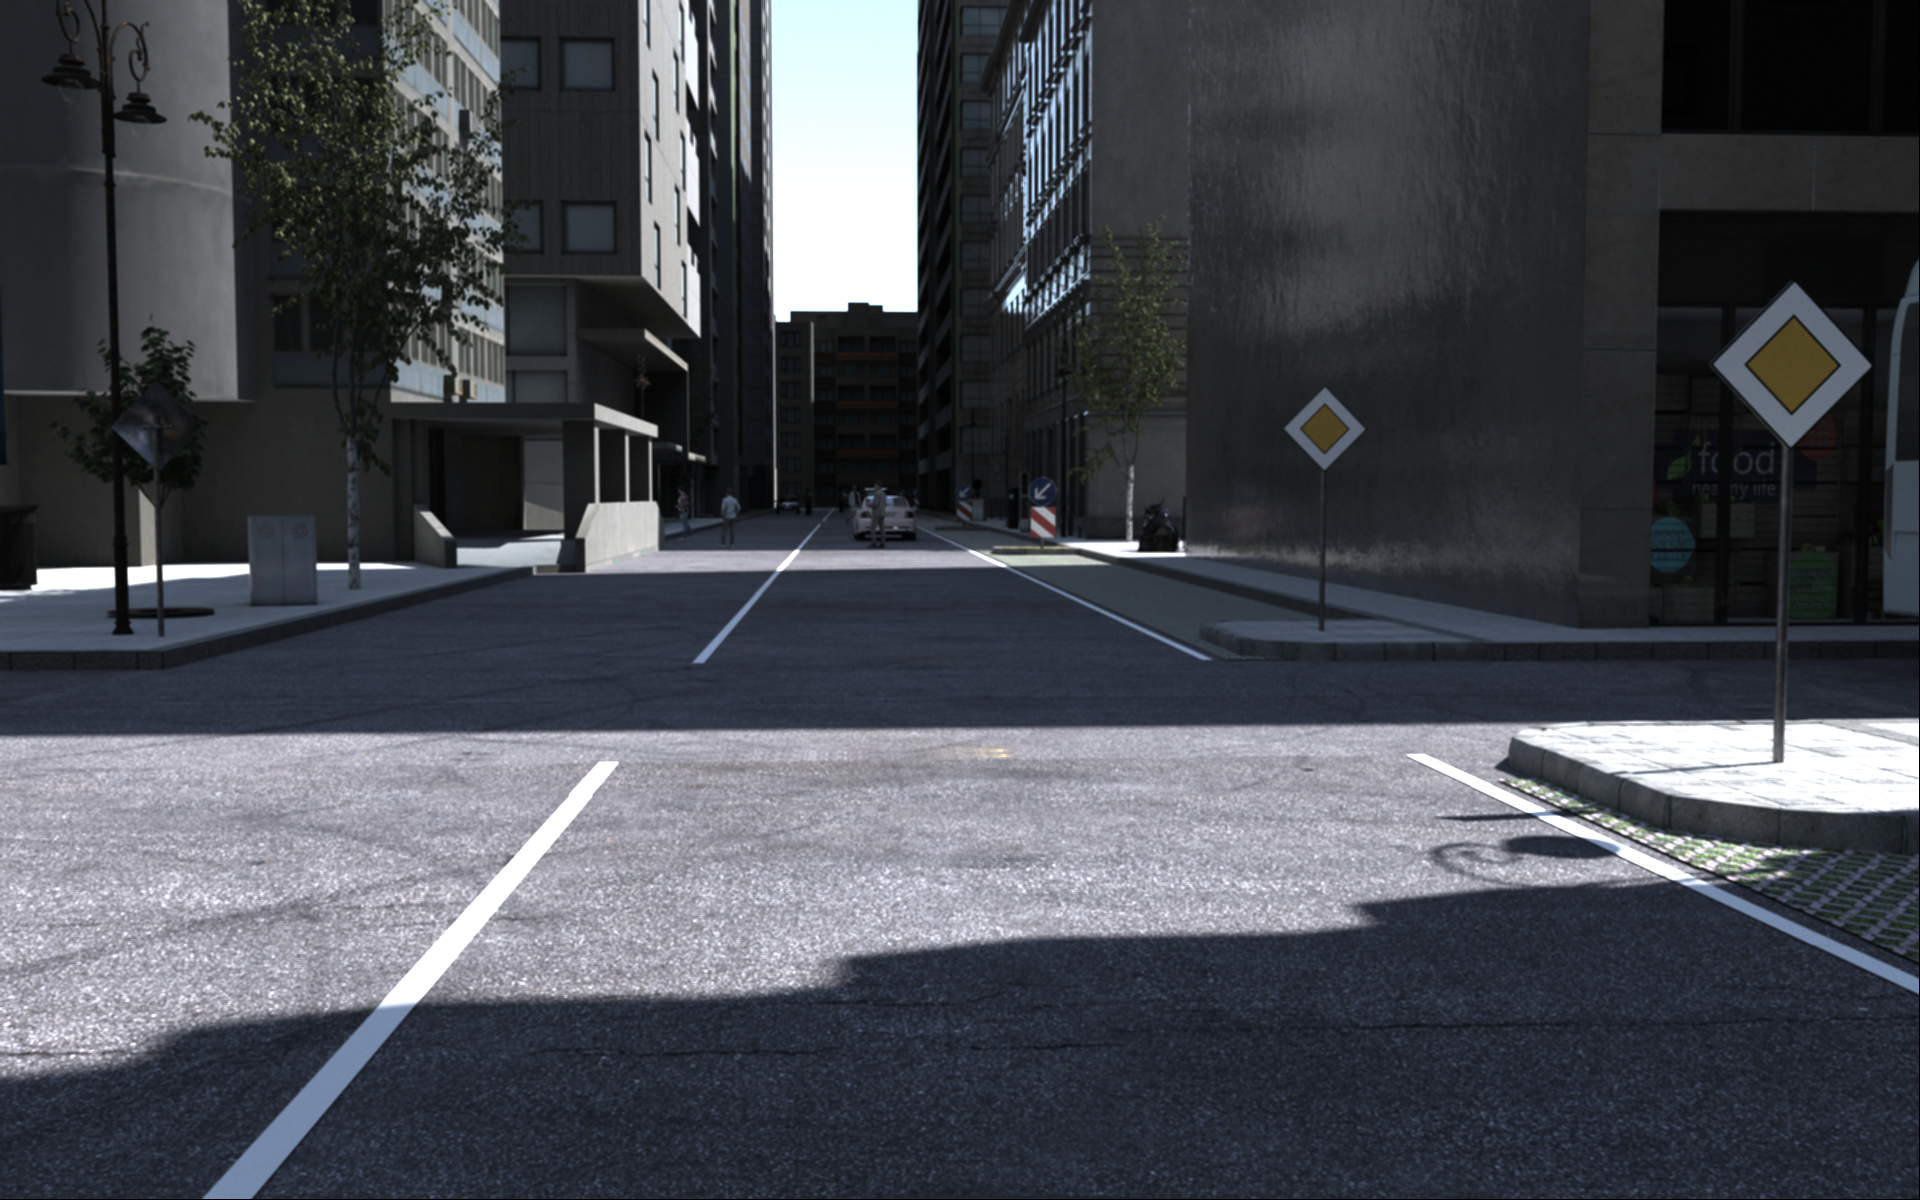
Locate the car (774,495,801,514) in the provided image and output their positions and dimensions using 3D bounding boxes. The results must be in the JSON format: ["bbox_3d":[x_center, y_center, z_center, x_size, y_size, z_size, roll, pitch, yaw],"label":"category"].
[{"bbox_3d":[-12.526,-6.944,126.110,1.945,1.354,3.894,0,4,-6],"label":"car"}]

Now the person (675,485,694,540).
[{"bbox_3d":[-8.497,-2.703,53.527,0.643,1.720,0.563,-1,4,-19],"label":"person"}]

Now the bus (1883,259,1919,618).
[{"bbox_3d":[14.007,-1.109,12.996,13.247,3.499,2.948,0,4,-5],"label":"bus"}]

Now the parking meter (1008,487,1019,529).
[{"bbox_3d":[1.975,-3.399,63.981,0.372,1.533,0.369,0,3,0],"label":"parking meter"}]

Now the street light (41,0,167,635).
[{"bbox_3d":[-7.664,-2.623,15.680,0.468,5.910,1.993,0,4,-4],"label":"street light"}]

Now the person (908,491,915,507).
[{"bbox_3d":[-3.130,-6.214,111.572,0.415,1.643,0.593,-1,4,-19],"label":"person"}]

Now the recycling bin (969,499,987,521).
[{"bbox_3d":[0.846,-4.248,82.005,0.722,1.027,0.722,1,4,13],"label":"recycling bin"}]

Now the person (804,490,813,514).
[{"bbox_3d":[-10.976,-7.084,125.119,0.742,1.727,0.445,1,4,20],"label":"person"}]

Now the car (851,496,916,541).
[{"bbox_3d":[-2.403,-2.597,54.821,2.083,1.381,4.827,0,4,-5],"label":"car"}]

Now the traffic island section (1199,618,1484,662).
[{"bbox_3d":[3.413,0.368,16.267,2.009,0.180,2.903,0,4,-4],"label":"traffic island section"}]

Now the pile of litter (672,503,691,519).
[{"bbox_3d":[-14.252,-4.591,89.027,1.176,0.858,1.719,1,4,16],"label":"pile of litter"}]

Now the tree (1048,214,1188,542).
[{"bbox_3d":[4.474,-5.855,46.099,4.737,8.622,4.395,0,3,0],"label":"tree"}]

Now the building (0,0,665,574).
[{"bbox_3d":[-23.340,-21.055,36.127,32.217,40.220,23.993,0,4,-4],"label":"building"}]

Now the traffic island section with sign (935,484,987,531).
[{"bbox_3d":[0.011,-3.649,68.291,1.989,1.847,2.006,0,4,-4],"label":"traffic island section with sign"}]

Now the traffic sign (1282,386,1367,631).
[{"bbox_3d":[3.390,-0.767,16.188,0.795,2.450,0.064,0,4,-4],"label":"traffic sign"}]

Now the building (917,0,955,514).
[{"bbox_3d":[7.601,-31.701,142.014,21.300,48.544,21.600,0,4,-4],"label":"building"}]

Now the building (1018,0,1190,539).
[{"bbox_3d":[7.668,-12.744,57.515,9.793,20.994,18.267,0,4,-4],"label":"building"}]

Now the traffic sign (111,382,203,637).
[{"bbox_3d":[-7.183,-0.726,15.520,0.795,2.450,0.064,0,4,-4],"label":"traffic sign"}]

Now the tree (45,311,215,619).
[{"bbox_3d":[-8.442,-1.454,18.367,1.663,3.219,1.824,0,3,0],"label":"tree"}]

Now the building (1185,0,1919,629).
[{"bbox_3d":[22.221,-13.568,26.357,34.151,26.468,19.350,0,4,-4],"label":"building"}]

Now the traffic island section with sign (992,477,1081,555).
[{"bbox_3d":[1.782,-2.004,41.394,1.989,1.847,2.006,0,4,-4],"label":"traffic island section with sign"}]

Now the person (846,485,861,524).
[{"bbox_3d":[-4.993,-4.469,81.450,0.818,1.842,0.514,3,4,37],"label":"person"}]

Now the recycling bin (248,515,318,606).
[{"bbox_3d":[-7.900,-0.467,20.188,0.722,1.027,0.722,-1,4,-23],"label":"recycling bin"}]

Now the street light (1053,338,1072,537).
[{"bbox_3d":[3.086,-4.810,51.423,0.468,5.910,1.993,0,4,-4],"label":"street light"}]

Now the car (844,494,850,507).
[{"bbox_3d":[-10.225,-9.205,162.292,2.131,1.459,4.920,0,4,-5],"label":"car"}]

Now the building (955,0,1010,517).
[{"bbox_3d":[6.615,-25.562,101.539,14.154,41.232,14.086,0,4,-4],"label":"building"}]

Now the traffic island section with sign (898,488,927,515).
[{"bbox_3d":[-3.235,-6.691,118.023,1.989,1.847,2.006,0,4,-4],"label":"traffic island section with sign"}]

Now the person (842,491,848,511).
[{"bbox_3d":[-9.939,-8.497,148.363,0.756,1.711,0.436,0,4,-4],"label":"person"}]

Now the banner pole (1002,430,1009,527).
[{"bbox_3d":[1.795,-4.712,67.065,0.401,3.779,0.863,1,4,12],"label":"banner pole"}]

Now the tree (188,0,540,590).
[{"bbox_3d":[-7.948,-4.454,23.190,4.737,8.622,4.395,0,3,0],"label":"tree"}]

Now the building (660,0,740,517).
[{"bbox_3d":[-19.929,-25.258,96.566,14.154,41.232,14.086,0,4,-4],"label":"building"}]

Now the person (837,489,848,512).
[{"bbox_3d":[-9.278,-7.773,135.591,0.705,1.823,1.348,2,4,32],"label":"person"}]

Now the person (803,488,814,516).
[{"bbox_3d":[-10.146,-6.564,115.835,0.705,1.823,1.348,-2,4,-35],"label":"person"}]

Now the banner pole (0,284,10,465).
[{"bbox_3d":[-10.225,-1.705,17.889,0.401,3.779,0.863,2,4,27],"label":"banner pole"}]

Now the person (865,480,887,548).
[{"bbox_3d":[-2.241,-2.290,46.134,0.583,1.804,0.606,1,4,19],"label":"person"}]

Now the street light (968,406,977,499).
[{"bbox_3d":[0.660,-7.226,90.929,0.468,5.910,1.993,0,4,-4],"label":"street light"}]

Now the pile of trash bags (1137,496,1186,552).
[{"bbox_3d":[5.145,-1.822,39.543,1.912,1.369,3.447,1,4,16],"label":"pile of trash bags"}]

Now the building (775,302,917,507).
[{"bbox_3d":[-10.168,-20.966,187.830,28.899,21.520,27.650,0,4,-4],"label":"building"}]

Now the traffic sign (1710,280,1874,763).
[{"bbox_3d":[3.911,-0.280,8.220,0.795,2.450,0.064,0,4,-4],"label":"traffic sign"}]

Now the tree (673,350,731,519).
[{"bbox_3d":[-13.811,-8.393,87.593,4.360,8.622,3.978,0,3,0],"label":"tree"}]

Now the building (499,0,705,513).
[{"bbox_3d":[-24.959,-29.367,69.391,28.713,52.752,27.495,0,4,-4],"label":"building"}]

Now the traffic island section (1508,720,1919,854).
[{"bbox_3d":[3.934,0.855,8.299,2.009,0.180,2.903,0,4,-4],"label":"traffic island section"}]

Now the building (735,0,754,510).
[{"bbox_3d":[-23.174,-29.444,131.514,14.600,45.320,14.200,0,4,-4],"label":"building"}]

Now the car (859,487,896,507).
[{"bbox_3d":[-4.887,-5.664,101.280,2.281,1.827,5.304,0,4,-2],"label":"car"}]

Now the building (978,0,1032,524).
[{"bbox_3d":[7.941,-17.233,79.031,12.463,27.353,25.104,0,4,-4],"label":"building"}]

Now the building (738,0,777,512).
[{"bbox_3d":[-27.354,-43.821,154.717,20.611,71.187,20.563,0,4,-4],"label":"building"}]

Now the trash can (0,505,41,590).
[{"bbox_3d":[-12.736,-0.708,23.235,0.748,1.137,0.748,0,3,0],"label":"trash can"}]

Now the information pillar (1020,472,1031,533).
[{"bbox_3d":[2.177,-3.251,57.641,0.304,2.012,0.304,1,4,12],"label":"information pillar"}]

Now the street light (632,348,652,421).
[{"bbox_3d":[-10.113,-5.040,55.184,0.468,5.910,1.993,0,4,-4],"label":"street light"}]

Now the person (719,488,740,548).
[{"bbox_3d":[-6.181,-2.209,46.422,0.589,1.601,0.330,-2,4,-26],"label":"person"}]

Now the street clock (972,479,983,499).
[{"bbox_3d":[0.831,-4.821,83.387,0.471,2.002,0.358,-1,4,-12],"label":"street clock"}]
